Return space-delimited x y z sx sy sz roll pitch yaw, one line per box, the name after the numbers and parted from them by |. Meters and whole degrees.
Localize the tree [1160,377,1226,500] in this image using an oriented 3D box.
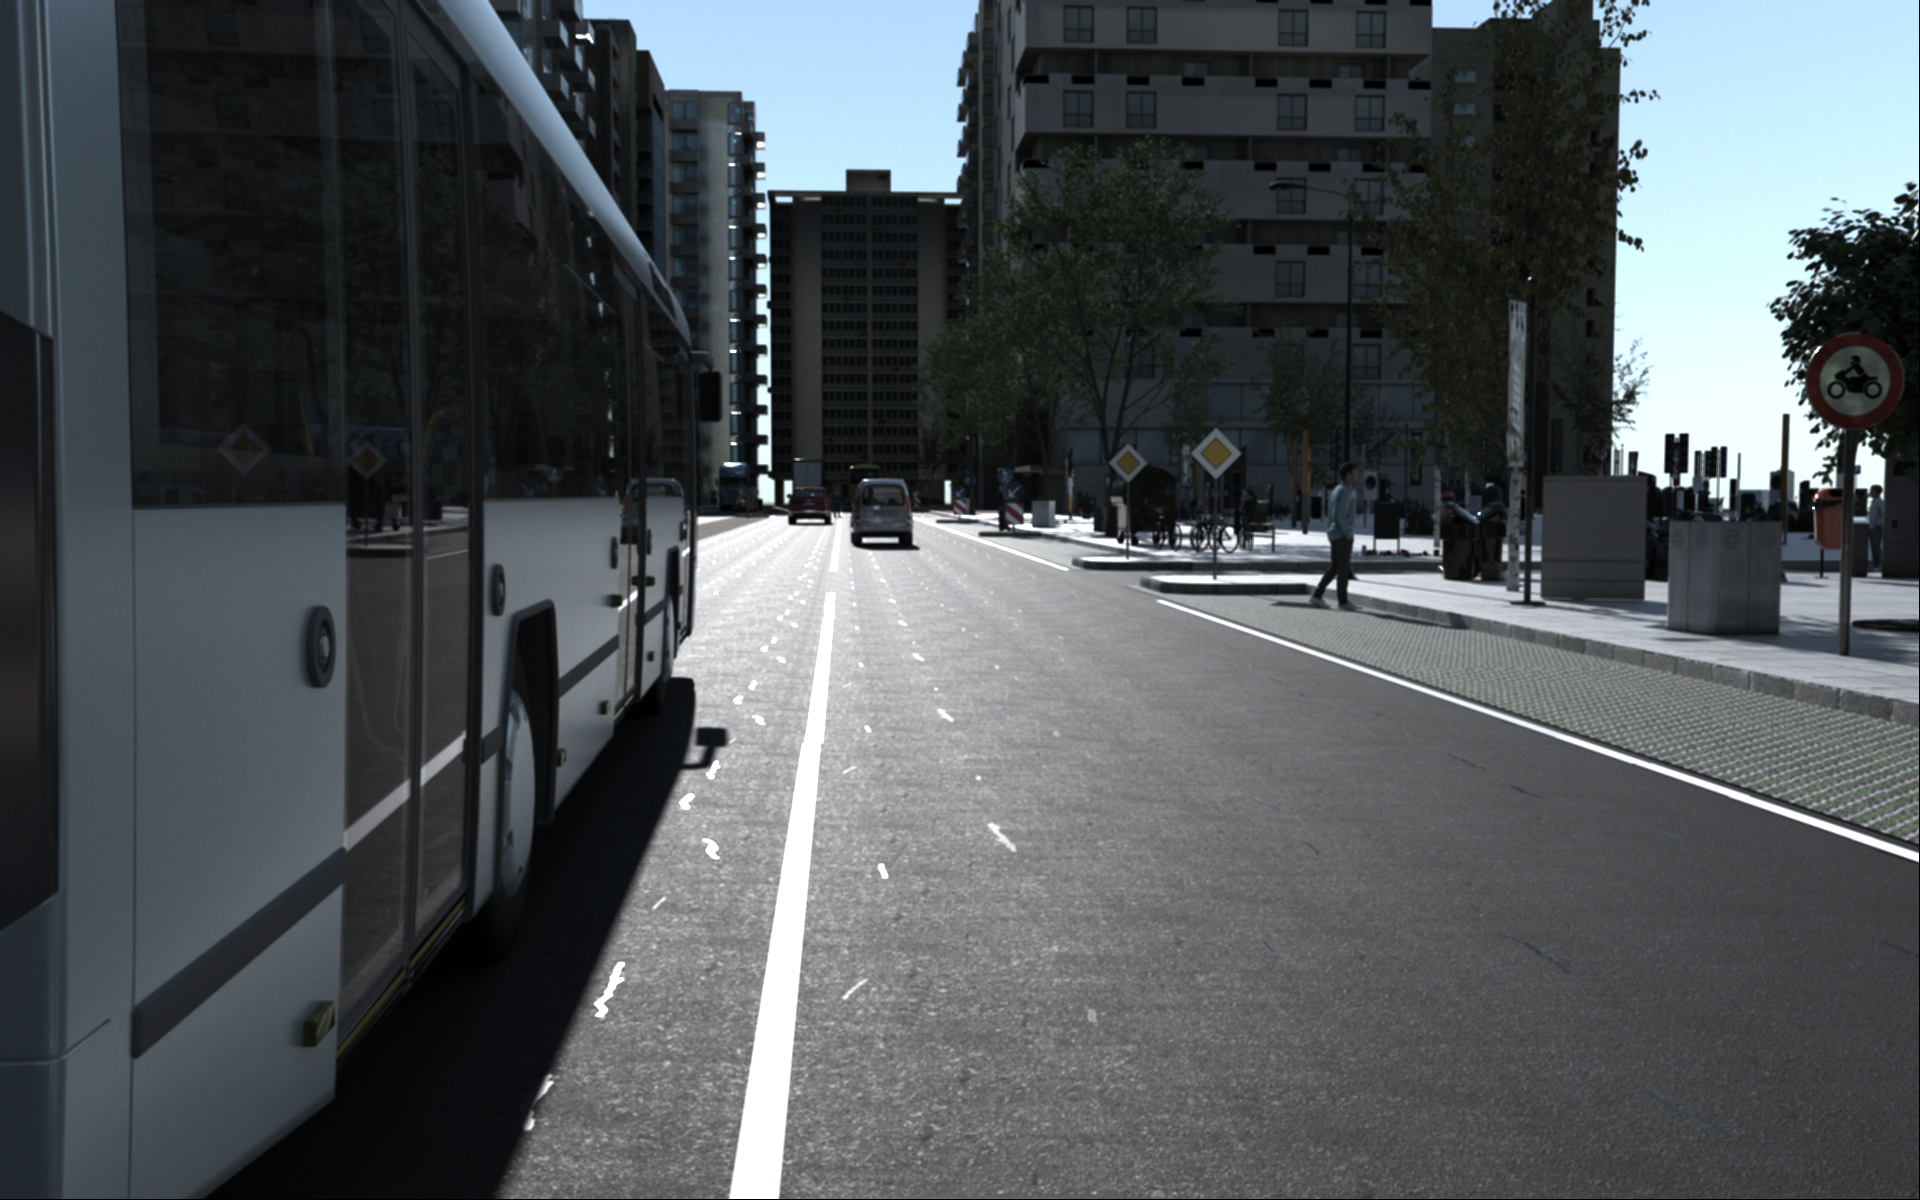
13.767 -9.350 103.239 4.737 8.622 4.395 0 3 0 | tree

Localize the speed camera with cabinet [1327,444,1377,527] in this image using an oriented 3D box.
15.284 -4.471 67.431 2.038 3.252 0.660 -2 4 -29 | speed camera with cabinet

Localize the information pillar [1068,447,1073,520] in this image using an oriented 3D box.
5.513 -5.832 86.706 0.183 3.616 0.504 1 4 20 | information pillar

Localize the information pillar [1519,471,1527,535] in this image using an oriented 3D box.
17.582 -3.056 54.456 0.304 2.012 0.304 -2 4 -35 | information pillar

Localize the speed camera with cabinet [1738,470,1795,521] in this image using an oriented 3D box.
31.240 -4.452 67.127 0.660 3.252 2.038 -2 4 -29 | speed camera with cabinet

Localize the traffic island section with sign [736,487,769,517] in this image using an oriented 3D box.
-12.912 -6.098 107.839 2.006 1.907 1.989 0 4 -4 | traffic island section with sign

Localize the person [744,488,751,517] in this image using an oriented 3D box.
-12.900 -5.921 105.589 0.573 1.790 0.520 -3 5 -43 | person

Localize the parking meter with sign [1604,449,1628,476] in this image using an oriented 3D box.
25.908 -4.364 67.605 1.738 3.016 0.543 -1 4 -10 | parking meter with sign

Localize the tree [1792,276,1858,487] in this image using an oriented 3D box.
28.355 -6.387 54.796 4.737 8.622 4.395 0 3 0 | tree

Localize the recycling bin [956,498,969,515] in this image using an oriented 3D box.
0.204 -5.714 105.975 0.722 1.027 0.722 -1 4 -16 | recycling bin

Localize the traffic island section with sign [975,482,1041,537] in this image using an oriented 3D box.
1.647 -3.051 58.505 1.989 1.847 2.006 0 4 -4 | traffic island section with sign

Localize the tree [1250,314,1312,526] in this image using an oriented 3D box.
13.592 -7.324 70.110 4.737 8.622 4.395 0 3 0 | tree

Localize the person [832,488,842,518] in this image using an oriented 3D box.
-7.413 -5.867 104.601 0.661 1.801 0.590 -2 4 -28 | person

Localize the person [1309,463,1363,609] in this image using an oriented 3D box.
4.688 -0.798 21.568 0.620 1.820 0.660 0 4 -4 | person

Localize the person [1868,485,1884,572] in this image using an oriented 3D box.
16.973 -1.333 32.098 0.330 1.601 0.589 1 4 14 | person

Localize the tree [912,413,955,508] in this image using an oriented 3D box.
-2.609 -12.595 156.282 4.737 8.622 4.395 0 3 0 | tree

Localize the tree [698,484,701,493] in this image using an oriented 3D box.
-27.776 -11.408 181.120 1.663 3.219 1.824 0 3 0 | tree

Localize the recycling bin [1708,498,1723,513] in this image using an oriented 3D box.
46.951 -5.819 107.699 0.722 1.027 0.722 3 5 41 | recycling bin

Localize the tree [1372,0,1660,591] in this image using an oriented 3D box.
7.290 -4.437 22.901 4.737 8.622 4.395 0 3 0 | tree

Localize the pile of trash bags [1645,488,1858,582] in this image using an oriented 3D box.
11.745 -0.998 26.077 3.447 1.369 1.912 0 4 -3 | pile of trash bags

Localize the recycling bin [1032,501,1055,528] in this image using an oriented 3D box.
3.205 -3.292 66.377 0.722 1.027 0.722 2 4 24 | recycling bin

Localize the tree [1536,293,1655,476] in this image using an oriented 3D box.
23.206 -6.943 63.884 4.360 8.622 3.978 0 3 0 | tree

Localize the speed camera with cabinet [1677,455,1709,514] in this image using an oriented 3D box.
37.306 -5.734 88.094 2.038 3.252 0.660 -3 4 -36 | speed camera with cabinet

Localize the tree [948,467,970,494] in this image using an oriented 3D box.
0.191 -8.202 128.707 1.663 3.219 1.824 0 3 0 | tree

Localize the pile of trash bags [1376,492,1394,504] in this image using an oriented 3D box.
23.110 -5.043 92.204 1.912 1.369 3.447 0 4 2 | pile of trash bags

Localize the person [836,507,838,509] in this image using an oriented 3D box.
-12.110 -9.747 168.394 0.750 1.759 0.617 3 5 43 | person

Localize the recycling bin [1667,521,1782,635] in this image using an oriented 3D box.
7.099 -0.217 16.100 0.722 1.027 0.722 -1 4 -12 | recycling bin

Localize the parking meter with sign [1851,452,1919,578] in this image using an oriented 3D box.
14.525 -1.851 26.527 1.738 3.016 0.543 2 4 27 | parking meter with sign

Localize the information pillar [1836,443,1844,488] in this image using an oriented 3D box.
35.673 -4.808 69.959 0.504 3.616 0.183 1 4 9 | information pillar

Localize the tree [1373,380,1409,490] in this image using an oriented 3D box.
25.599 -9.639 107.957 4.360 8.622 3.978 0 3 0 | tree

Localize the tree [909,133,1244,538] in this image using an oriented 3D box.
4.472 -7.672 51.190 9.928 11.665 9.643 0 3 0 | tree

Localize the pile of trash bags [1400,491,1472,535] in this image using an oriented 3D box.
15.021 -2.715 54.145 1.912 1.369 3.447 0 4 6 | pile of trash bags

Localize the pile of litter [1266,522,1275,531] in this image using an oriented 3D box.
10.592 -2.875 60.978 1.719 0.858 1.176 -3 5 -44 | pile of litter

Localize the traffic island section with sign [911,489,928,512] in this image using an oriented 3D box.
-3.554 -7.759 135.486 1.989 1.847 2.006 0 4 -4 | traffic island section with sign

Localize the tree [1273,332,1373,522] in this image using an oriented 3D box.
16.176 -7.815 78.143 4.360 8.622 3.978 0 3 0 | tree

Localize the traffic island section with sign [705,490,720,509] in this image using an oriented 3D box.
-22.955 -9.376 161.924 1.989 1.847 2.006 0 4 -4 | traffic island section with sign

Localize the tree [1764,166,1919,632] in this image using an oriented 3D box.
9.434 -2.007 16.527 4.285 4.588 4.351 0 3 0 | tree

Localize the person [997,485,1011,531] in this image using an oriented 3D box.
1.568 -3.286 62.647 0.534 1.772 0.576 -1 4 -13 | person

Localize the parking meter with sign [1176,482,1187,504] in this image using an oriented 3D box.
11.719 -6.088 95.792 1.738 3.016 0.543 1 4 16 | parking meter with sign

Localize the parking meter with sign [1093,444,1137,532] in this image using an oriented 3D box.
5.300 -3.869 59.511 0.543 3.016 1.738 3 5 45 | parking meter with sign

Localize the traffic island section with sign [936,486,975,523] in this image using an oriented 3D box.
-0.170 -4.706 85.573 1.989 1.847 2.006 0 4 -4 | traffic island section with sign

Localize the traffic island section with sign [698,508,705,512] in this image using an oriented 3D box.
-21.098 -7.696 134.457 1.989 1.847 2.006 0 4 -4 | traffic island section with sign

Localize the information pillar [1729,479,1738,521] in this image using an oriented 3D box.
37.199 -4.818 83.272 0.304 2.012 0.304 3 4 38 | information pillar

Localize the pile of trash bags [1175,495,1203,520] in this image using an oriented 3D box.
11.458 -4.668 86.079 1.912 1.369 3.447 -3 5 -41 | pile of trash bags

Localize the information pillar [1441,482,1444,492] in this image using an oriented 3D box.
28.780 -6.030 103.074 0.304 2.012 0.304 2 4 32 | information pillar
